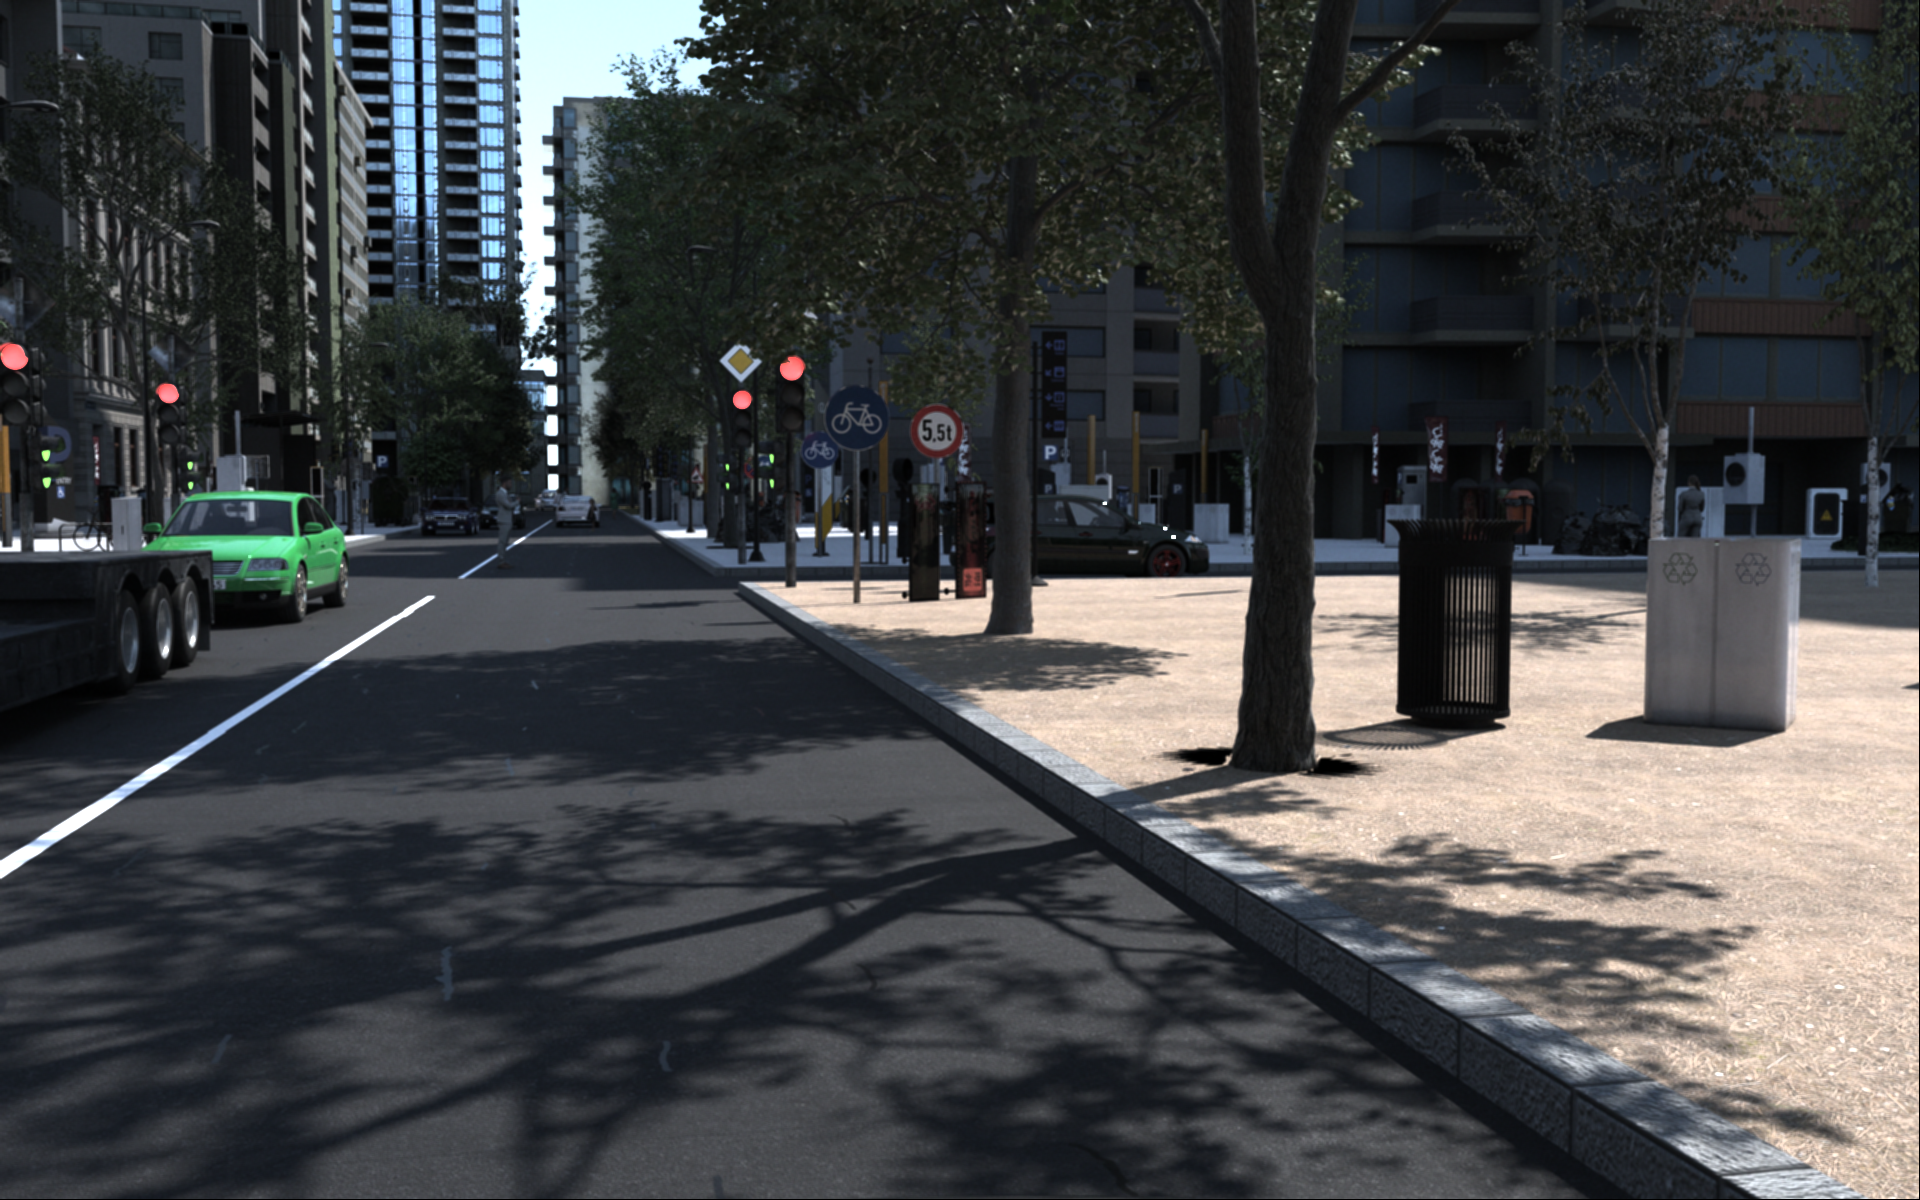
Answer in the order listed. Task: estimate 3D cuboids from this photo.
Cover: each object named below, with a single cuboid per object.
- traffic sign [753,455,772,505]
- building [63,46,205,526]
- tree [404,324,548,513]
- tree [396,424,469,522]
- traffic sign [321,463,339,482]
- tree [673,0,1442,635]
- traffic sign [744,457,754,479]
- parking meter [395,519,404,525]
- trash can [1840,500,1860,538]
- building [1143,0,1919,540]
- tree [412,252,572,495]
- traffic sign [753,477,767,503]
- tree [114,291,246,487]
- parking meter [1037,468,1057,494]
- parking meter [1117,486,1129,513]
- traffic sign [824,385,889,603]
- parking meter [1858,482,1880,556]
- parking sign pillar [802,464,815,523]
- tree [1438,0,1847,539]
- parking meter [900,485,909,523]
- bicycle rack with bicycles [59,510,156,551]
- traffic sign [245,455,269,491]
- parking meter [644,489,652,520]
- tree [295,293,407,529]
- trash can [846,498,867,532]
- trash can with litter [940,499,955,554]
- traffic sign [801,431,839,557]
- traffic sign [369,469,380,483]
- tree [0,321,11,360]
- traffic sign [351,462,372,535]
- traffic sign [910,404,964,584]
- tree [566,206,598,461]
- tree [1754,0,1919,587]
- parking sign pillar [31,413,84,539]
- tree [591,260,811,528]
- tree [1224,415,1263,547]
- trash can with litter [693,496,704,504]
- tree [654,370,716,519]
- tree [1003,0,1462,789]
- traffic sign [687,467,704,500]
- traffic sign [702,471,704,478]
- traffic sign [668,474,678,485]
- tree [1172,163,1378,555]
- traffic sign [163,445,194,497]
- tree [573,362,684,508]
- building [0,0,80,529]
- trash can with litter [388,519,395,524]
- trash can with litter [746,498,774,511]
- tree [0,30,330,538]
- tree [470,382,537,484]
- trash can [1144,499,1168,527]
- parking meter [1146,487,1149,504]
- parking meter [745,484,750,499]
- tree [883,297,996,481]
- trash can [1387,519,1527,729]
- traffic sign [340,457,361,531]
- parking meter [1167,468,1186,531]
[{"bbox_3d":[-6.446,-3.491,57.191,0.768,2.556,0.104,-1,4,-10],"label":"traffic sign"},{"bbox_3d":[-41.595,-14.716,76.760,11.583,22.565,21.152,-1,4,-12],"label":"building"},{"bbox_3d":[-32.810,-12.261,117.482,9.611,12.733,9.660,0,3,0],"label":"tree"},{"bbox_3d":[-24.731,-5.970,81.319,4.285,4.588,4.351,0,3,0],"label":"tree"},{"bbox_3d":[-25.587,-4.291,70.267,0.768,2.556,0.104,0,4,-3],"label":"traffic sign"},{"bbox_3d":[0.830,-5.977,15.848,7.486,12.596,7.792,0,3,0],"label":"tree"},{"bbox_3d":[-6.946,-3.580,58.644,0.768,2.556,0.104,0,4,-4],"label":"traffic sign"},{"bbox_3d":[-23.107,-3.849,71.341,0.372,1.533,0.369,0,3,0],"label":"parking meter"},{"bbox_3d":[21.796,-1.864,42.125,0.748,1.137,0.748,0,3,0],"label":"trash can"},{"bbox_3d":[21.307,-24.748,59.259,28.867,44.769,22.147,-1,4,-12],"label":"building"},{"bbox_3d":[-34.667,-16.977,133.464,12.611,20.169,13.585,0,3,0],"label":"tree"},{"bbox_3d":[-6.513,-3.559,58.201,0.884,2.594,0.081,0,4,-8],"label":"traffic sign"},{"bbox_3d":[-28.826,-6.952,64.031,4.737,8.622,4.395,0,3,0],"label":"tree"},{"bbox_3d":[1.957,-2.047,39.179,0.399,1.863,0.255,-1,4,-22],"label":"parking meter"},{"bbox_3d":[4.857,-2.642,51.603,0.372,1.533,0.369,0,3,0],"label":"parking meter"},{"bbox_3d":[-1.214,-1.237,20.324,0.768,2.556,0.104,-1,4,-11],"label":"traffic sign"},{"bbox_3d":[18.892,-1.687,35.992,0.372,1.533,0.369,0,3,0],"label":"parking meter"},{"bbox_3d":[-6.329,-5.370,76.278,1.447,3.967,1.447,2,4,27],"label":"parking sign pillar"},{"bbox_3d":[7.691,-4.211,19.213,4.360,8.622,3.978,0,3,0],"label":"tree"},{"bbox_3d":[-1.218,-1.970,40.625,0.372,1.533,0.369,0,3,0],"label":"parking meter"},{"bbox_3d":[-18.772,-1.578,39.187,2.852,0.926,2.925,2,4,32],"label":"bicycle rack with bicycles"},{"bbox_3d":[-18.613,-2.676,45.883,0.606,2.300,0.079,0,4,-4],"label":"traffic sign"},{"bbox_3d":[-15.421,-4.716,85.522,0.372,1.533,0.369,0,3,0],"label":"parking meter"},{"bbox_3d":[-22.268,-6.928,63.636,4.737,8.622,4.395,0,3,0],"label":"tree"},{"bbox_3d":[-3.625,-3.040,61.360,0.748,1.137,0.748,0,3,0],"label":"trash can"},{"bbox_3d":[0.017,-1.567,37.015,1.055,1.170,0.624,-3,5,-39],"label":"trash can with litter"},{"bbox_3d":[-2.844,-2.144,35.164,0.768,2.556,0.104,0,4,-4],"label":"traffic sign"},{"bbox_3d":[-27.271,-4.857,80.590,0.795,2.450,0.064,0,4,-4],"label":"traffic sign"},{"bbox_3d":[-11.425,-2.067,17.510,4.285,4.588,4.351,0,3,0],"label":"tree"},{"bbox_3d":[-18.894,-3.215,54.702,0.606,2.300,0.079,-1,4,-11],"label":"traffic sign"},{"bbox_3d":[-0.326,-1.496,24.562,0.768,2.556,0.104,0,4,-3],"label":"traffic sign"},{"bbox_3d":[-7.577,-8.071,50.088,7.486,12.596,7.792,0,3,0],"label":"tree"},{"bbox_3d":[12.670,-4.473,23.494,4.737,8.622,4.395,0,3,0],"label":"tree"},{"bbox_3d":[-26.124,-3.758,49.909,1.447,3.967,1.447,0,4,6],"label":"parking sign pillar"},{"bbox_3d":[-9.117,-7.986,64.985,7.601,10.594,8.767,-2,4,-24],"label":"tree"},{"bbox_3d":[7.440,-2.932,42.532,1.663,3.219,1.824,0,3,0],"label":"tree"},{"bbox_3d":[-13.296,-4.577,86.220,1.055,1.170,0.624,-3,4,-38],"label":"trash can with litter"},{"bbox_3d":[-14.584,-8.465,88.762,4.737,8.622,4.395,0,3,0],"label":"tree"},{"bbox_3d":[1.446,-5.009,7.648,9.928,11.665,9.643,0,3,0],"label":"tree"},{"bbox_3d":[-12.426,-4.994,81.663,0.884,2.594,0.081,0,4,-4],"label":"traffic sign"},{"bbox_3d":[-11.904,-5.053,82.722,0.768,2.556,0.104,0,4,-6],"label":"traffic sign"},{"bbox_3d":[-16.174,-5.925,96.871,0.884,2.594,0.081,0,4,-6],"label":"traffic sign"},{"bbox_3d":[6.157,-5.236,35.965,4.737,8.622,4.395,0,3,0],"label":"tree"},{"bbox_3d":[-19.784,-2.679,43.901,0.768,2.556,0.104,0,4,-6],"label":"traffic sign"},{"bbox_3d":[-30.160,-15.177,158.508,12.009,13.543,11.850,0,3,0],"label":"tree"},{"bbox_3d":[-37.734,-14.150,50.411,14.314,24.678,30.058,-1,4,-12],"label":"building"},{"bbox_3d":[-23.883,-3.784,73.262,1.055,1.170,0.624,2,4,31],"label":"trash can with litter"},{"bbox_3d":[-6.080,-2.518,52.558,1.055,1.170,0.624,1,4,13],"label":"trash can with litter"},{"bbox_3d":[-16.542,-6.168,35.253,7.601,10.594,8.767,2,4,26],"label":"tree"},{"bbox_3d":[-43.173,-14.919,162.059,7.486,12.596,7.792,0,3,0],"label":"tree"},{"bbox_3d":[5.642,-2.318,49.551,0.748,1.137,0.748,0,3,0],"label":"trash can"},{"bbox_3d":[6.479,-3.064,58.515,0.372,1.533,0.369,0,3,0],"label":"parking meter"},{"bbox_3d":[-12.159,-5.709,99.056,0.255,1.863,0.399,-1,4,-9],"label":"parking meter"},{"bbox_3d":[-0.844,-6.770,61.055,4.737,8.622,4.395,0,3,0],"label":"tree"},{"bbox_3d":[2.748,0.124,9.630,0.748,1.137,0.748,0,3,0],"label":"trash can"},{"bbox_3d":[-20.748,-3.606,59.071,0.768,2.556,0.104,0,4,-6],"label":"traffic sign"},{"bbox_3d":[4.901,-2.055,39.306,0.399,1.863,0.255,0,4,-1],"label":"parking meter"}]
